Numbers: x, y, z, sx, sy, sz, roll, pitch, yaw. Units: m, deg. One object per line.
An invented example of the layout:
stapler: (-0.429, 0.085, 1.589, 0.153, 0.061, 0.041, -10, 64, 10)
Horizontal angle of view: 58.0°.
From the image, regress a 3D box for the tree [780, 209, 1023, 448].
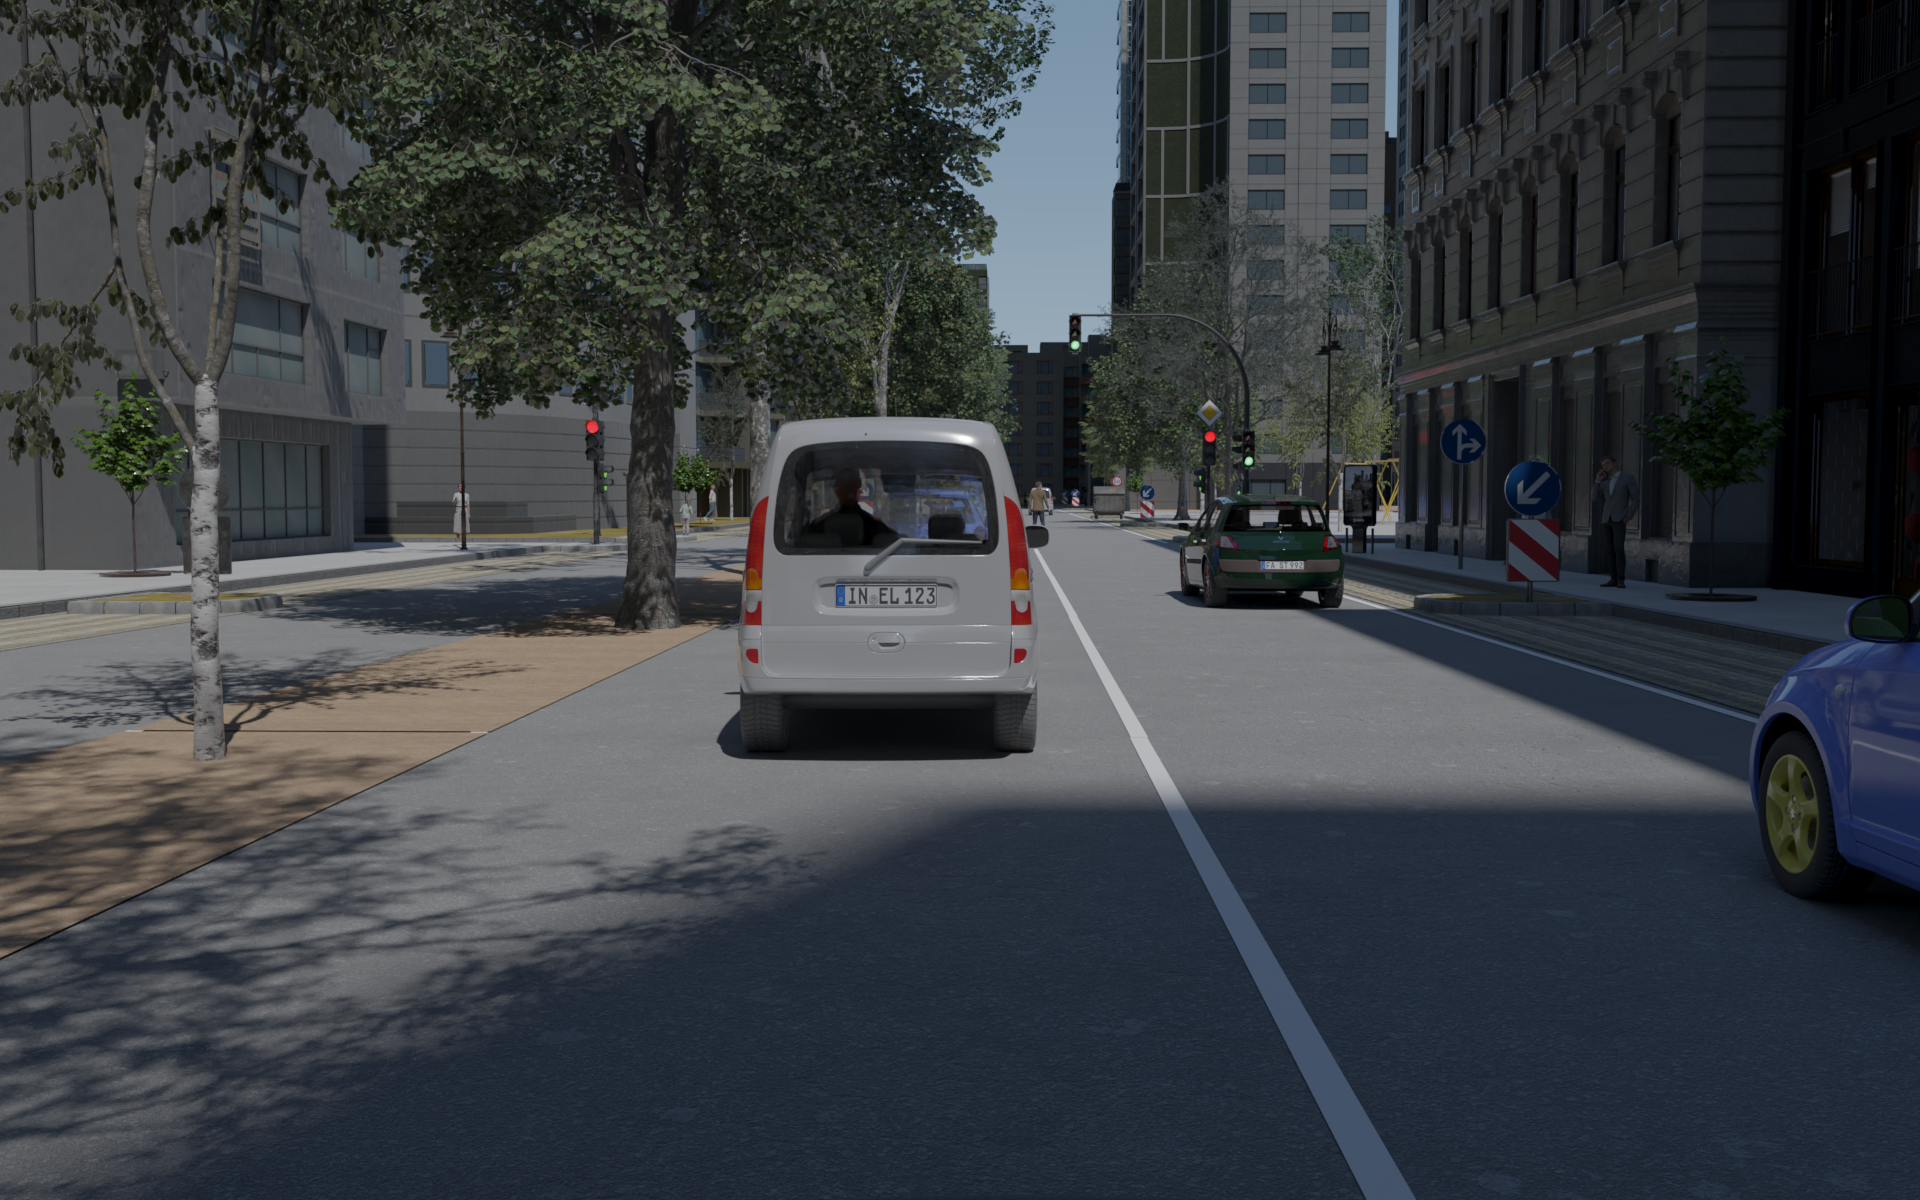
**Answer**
tree: (-2.338, -9.075, 67.840, 9.611, 12.733, 9.660, 0, 3, 0)

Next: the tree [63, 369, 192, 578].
tree: (-12.763, -1.982, 27.004, 1.663, 3.219, 1.824, 0, 3, 0)

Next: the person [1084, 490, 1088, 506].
person: (13.081, -10.527, 178.885, 0.721, 1.735, 1.217, 1, 4, 13)

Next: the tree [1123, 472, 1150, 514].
tree: (11.652, -7.227, 112.766, 1.663, 3.219, 1.824, 0, 3, 0)

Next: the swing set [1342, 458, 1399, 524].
swing set: (19.961, -5.081, 80.700, 2.862, 2.851, 3.119, -2, 4, -26)

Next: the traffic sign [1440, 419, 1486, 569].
traffic sign: (8.546, -1.797, 29.495, 0.768, 2.556, 0.104, 0, 4, 5)

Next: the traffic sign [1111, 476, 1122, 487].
traffic sign: (10.916, -7.362, 120.481, 0.768, 2.556, 0.104, 1, 4, 9)

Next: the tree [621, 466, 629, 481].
tree: (-16.131, -5.397, 82.843, 1.663, 3.219, 1.824, 0, 3, 0)

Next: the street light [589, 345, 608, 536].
street light: (-11.102, -4.909, 53.047, 0.468, 5.910, 1.993, 0, 4, 1)

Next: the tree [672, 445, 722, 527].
tree: (-11.177, -4.833, 73.617, 1.663, 3.219, 1.824, 0, 3, 0)

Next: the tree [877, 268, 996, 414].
tree: (-2.227, -9.574, 77.126, 7.486, 12.596, 7.792, 0, 3, 0)

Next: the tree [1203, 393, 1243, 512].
tree: (18.046, -9.767, 110.057, 4.737, 8.622, 4.395, 0, 3, 0)

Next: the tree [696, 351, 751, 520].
tree: (-11.345, -8.169, 83.924, 4.360, 8.622, 3.978, 0, 3, 0)

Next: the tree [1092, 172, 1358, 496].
tree: (10.362, -9.599, 67.317, 12.009, 13.543, 11.850, 0, 3, 0)

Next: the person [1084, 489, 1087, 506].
person: (13.645, -11.140, 188.126, 0.705, 1.831, 1.348, 0, 4, -6)

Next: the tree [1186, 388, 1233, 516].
tree: (13.063, -8.725, 93.014, 4.360, 8.622, 3.978, 0, 3, 0)

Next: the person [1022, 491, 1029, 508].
person: (6.846, -10.430, 179.748, 1.217, 1.735, 0.721, -3, 4, -37)

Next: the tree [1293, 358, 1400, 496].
tree: (20.857, -8.675, 92.193, 4.737, 8.622, 4.395, 0, 3, 0)

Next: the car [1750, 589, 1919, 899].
car: (3.740, 0.280, 5.019, 1.945, 1.707, 3.694, 0, 4, 2)

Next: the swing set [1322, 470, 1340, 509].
swing set: (20.086, -5.513, 87.755, 2.862, 2.851, 3.119, 2, 4, 35)

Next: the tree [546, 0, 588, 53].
tree: (-4.629, -10.511, 30.202, 12.611, 20.169, 13.585, 0, 3, 0)

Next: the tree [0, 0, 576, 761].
tree: (-4.049, -3.454, 9.298, 4.360, 8.622, 3.978, 0, 3, 0)

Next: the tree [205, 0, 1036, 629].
tree: (-3.342, -6.673, 18.224, 9.857, 13.997, 8.962, 0, 3, 0)

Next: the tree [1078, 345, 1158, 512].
tree: (12.715, -12.768, 126.888, 7.486, 12.596, 7.792, 0, 3, 0)

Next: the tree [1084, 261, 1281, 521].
tree: (10.770, -10.217, 84.064, 9.611, 12.733, 9.660, 0, 3, 0)

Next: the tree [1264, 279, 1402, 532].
tree: (12.788, -6.652, 59.118, 4.360, 8.622, 3.978, 0, 3, 0)

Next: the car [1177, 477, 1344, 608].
car: (3.975, -0.822, 23.230, 2.009, 1.686, 4.222, 0, 4, 1)

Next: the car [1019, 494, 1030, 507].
car: (7.334, -10.809, 186.956, 2.015, 1.641, 3.980, 0, 4, 1)

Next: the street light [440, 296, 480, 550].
street light: (-11.451, -4.099, 39.812, 0.468, 5.910, 1.993, 0, 4, 1)

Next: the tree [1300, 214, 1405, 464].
tree: (28.585, -15.868, 115.335, 12.611, 20.169, 13.585, 0, 3, 0)

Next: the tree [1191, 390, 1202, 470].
tree: (17.243, -10.231, 117.631, 4.737, 8.622, 4.395, 0, 3, 0)

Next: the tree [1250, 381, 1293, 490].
tree: (20.399, -9.451, 104.893, 4.737, 8.622, 4.395, 0, 3, 0)

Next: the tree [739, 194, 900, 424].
tree: (-3.391, -5.289, 39.288, 4.737, 8.622, 4.395, 0, 3, 0)

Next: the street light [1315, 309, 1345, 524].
street light: (9.204, -4.310, 43.263, 0.468, 5.910, 1.993, 0, 4, 1)

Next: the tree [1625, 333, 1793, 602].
tree: (9.213, -1.607, 20.884, 1.663, 3.219, 1.824, 0, 3, 0)

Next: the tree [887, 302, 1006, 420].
tree: (-1.340, -9.941, 90.754, 9.928, 11.665, 9.643, 0, 3, 0)
